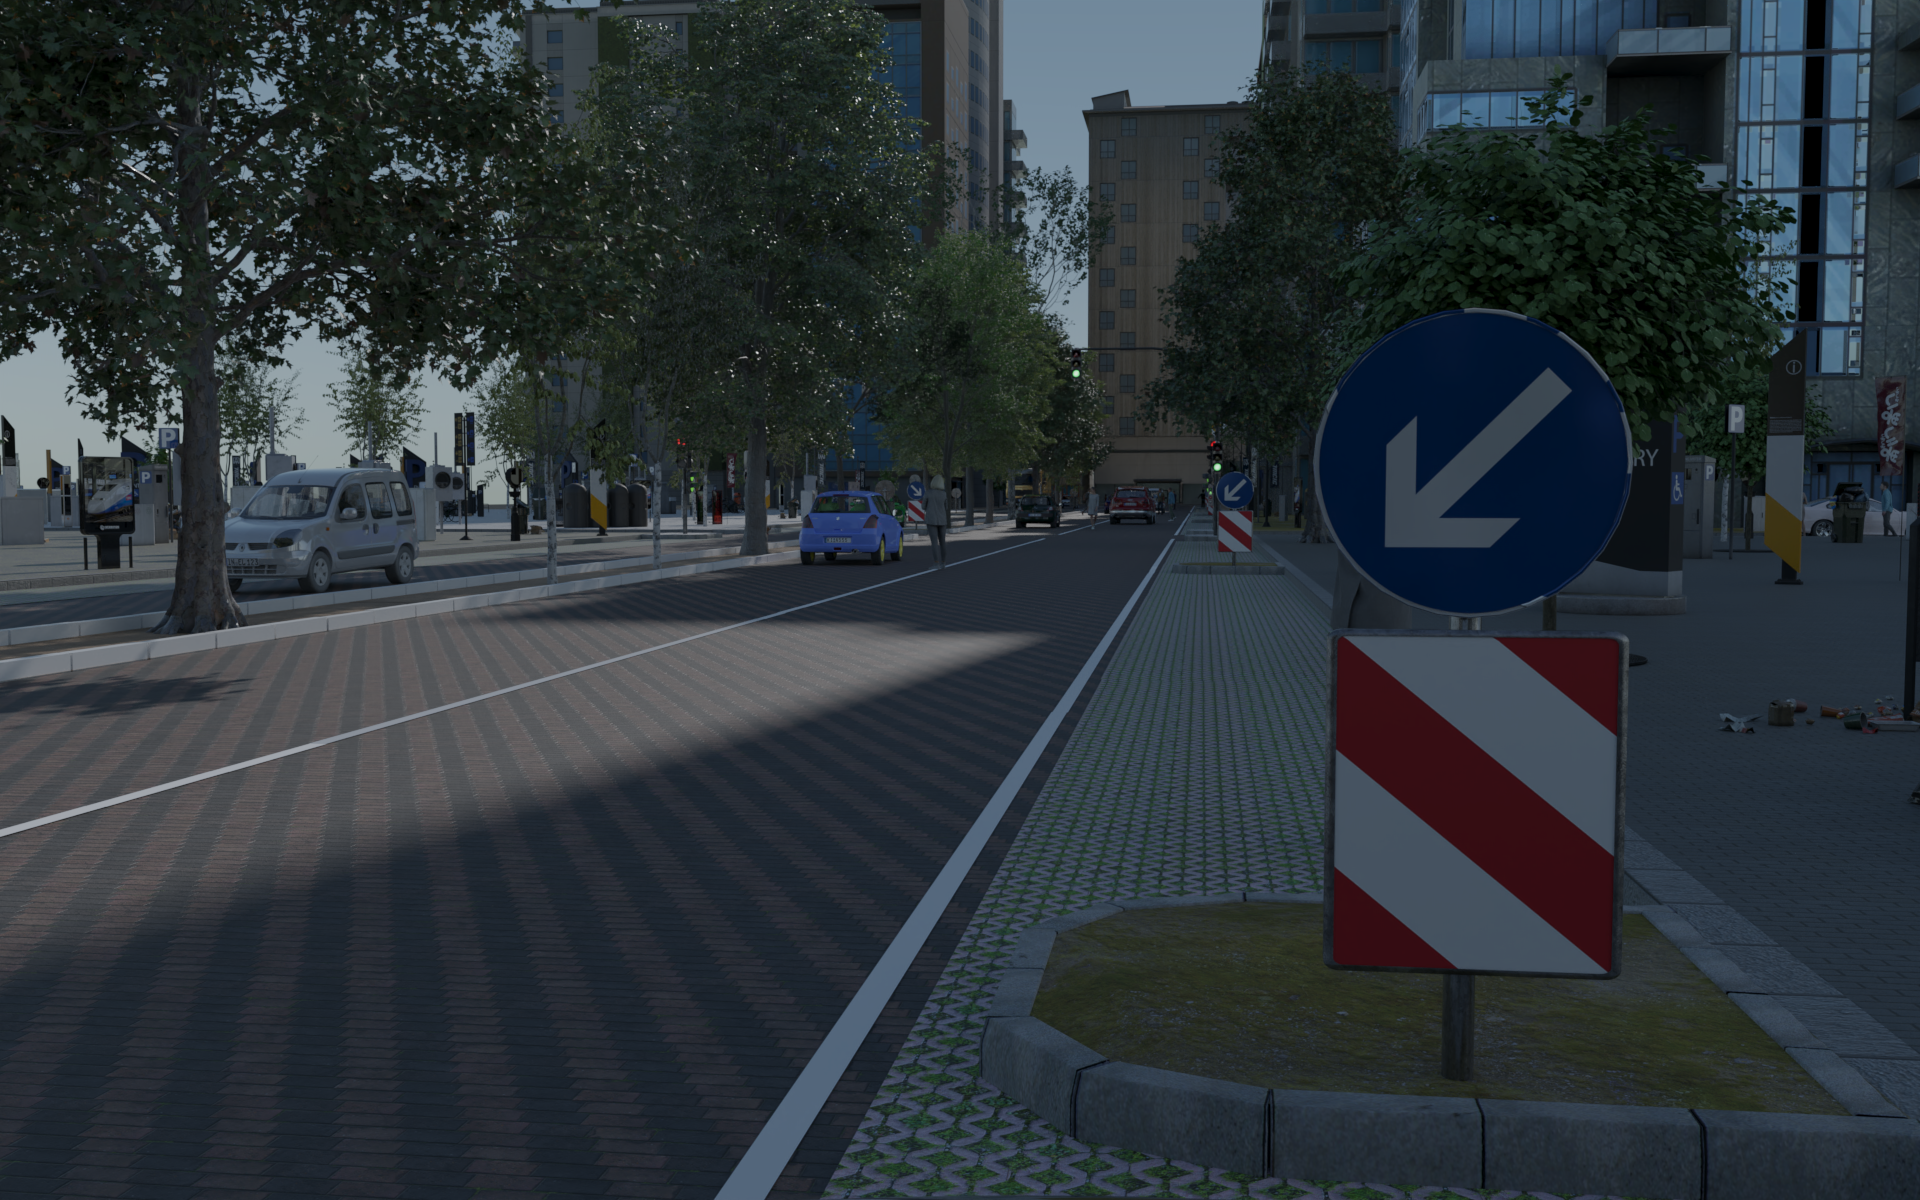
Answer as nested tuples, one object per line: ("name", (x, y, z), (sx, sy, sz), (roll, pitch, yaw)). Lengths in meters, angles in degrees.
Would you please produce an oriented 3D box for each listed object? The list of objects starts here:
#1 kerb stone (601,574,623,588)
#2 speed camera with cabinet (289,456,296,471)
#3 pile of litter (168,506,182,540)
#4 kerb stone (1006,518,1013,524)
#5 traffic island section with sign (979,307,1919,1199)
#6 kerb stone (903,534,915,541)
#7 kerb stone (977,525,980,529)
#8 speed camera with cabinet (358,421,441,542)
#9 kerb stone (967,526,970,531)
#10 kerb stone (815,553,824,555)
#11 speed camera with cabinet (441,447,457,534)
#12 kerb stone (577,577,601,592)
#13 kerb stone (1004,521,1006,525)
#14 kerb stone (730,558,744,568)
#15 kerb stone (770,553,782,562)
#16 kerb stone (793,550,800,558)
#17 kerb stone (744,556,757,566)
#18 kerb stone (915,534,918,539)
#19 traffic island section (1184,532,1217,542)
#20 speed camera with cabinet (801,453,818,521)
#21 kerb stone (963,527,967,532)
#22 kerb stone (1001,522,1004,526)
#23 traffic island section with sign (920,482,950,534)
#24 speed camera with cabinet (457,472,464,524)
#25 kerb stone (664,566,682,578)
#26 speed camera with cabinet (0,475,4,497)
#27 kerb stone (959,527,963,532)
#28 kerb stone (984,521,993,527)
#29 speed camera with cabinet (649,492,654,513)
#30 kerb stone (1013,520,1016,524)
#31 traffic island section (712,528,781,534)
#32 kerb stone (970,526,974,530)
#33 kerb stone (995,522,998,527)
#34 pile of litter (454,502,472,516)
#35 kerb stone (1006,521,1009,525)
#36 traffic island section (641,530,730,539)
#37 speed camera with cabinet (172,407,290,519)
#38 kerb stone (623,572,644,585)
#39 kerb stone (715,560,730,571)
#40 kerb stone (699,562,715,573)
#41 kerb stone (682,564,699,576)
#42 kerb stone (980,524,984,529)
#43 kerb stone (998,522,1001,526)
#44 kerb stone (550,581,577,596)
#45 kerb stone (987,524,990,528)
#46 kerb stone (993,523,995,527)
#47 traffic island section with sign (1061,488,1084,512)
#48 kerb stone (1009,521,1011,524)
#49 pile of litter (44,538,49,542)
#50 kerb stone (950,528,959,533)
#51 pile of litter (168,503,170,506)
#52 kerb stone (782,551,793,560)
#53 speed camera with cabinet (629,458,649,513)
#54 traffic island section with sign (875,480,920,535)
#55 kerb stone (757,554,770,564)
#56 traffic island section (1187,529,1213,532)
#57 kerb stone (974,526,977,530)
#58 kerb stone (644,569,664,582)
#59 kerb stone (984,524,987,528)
("kerb stone", (-5.454, -0.276, 26.707), (0.120, 0.150, 1.000), (0, 4, 8))
("speed camera with cabinet", (-15.307, -2.726, 38.904), (0.660, 3.252, 2.038), (-1, 4, -16))
("pile of litter", (-22.495, -2.151, 49.133), (1.719, 0.858, 1.176), (3, 5, 42))
("kerb stone", (2.302, -3.661, 82.058), (0.120, 0.150, 1.000), (0, 4, 8))
("traffic island section with sign", (1.094, 0.253, 4.493), (1.989, 1.847, 2.006), (0, 4, 8))
("kerb stone", (-1.620, -1.950, 54.099), (0.120, 0.150, 1.000), (0, 4, 8))
("kerb stone", (0.592, -2.916, 69.877), (0.120, 0.150, 1.000), (0, 4, 8))
("speed camera with cabinet", (-15.341, -3.234, 47.209), (2.038, 3.252, 0.660), (1, 4, 15))
("kerb stone", (0.160, -2.730, 66.828), (0.120, 0.150, 1.000), (0, 4, 8))
("kerb stone", (-3.321, -1.202, 41.920), (0.120, 0.150, 1.000), (0, 4, 8))
("speed camera with cabinet", (-17.157, -3.704, 54.903), (2.038, 3.252, 0.660), (-3, 5, -42))
("kerb stone", (-5.594, -0.214, 25.694), (0.120, 0.150, 1.000), (0, 4, 8))
("kerb stone", (1.865, -3.475, 79.017), (0.120, 0.150, 1.000), (0, 4, 8))
("kerb stone", (-4.454, -0.711, 33.819), (0.120, 0.150, 1.000), (0, 4, 8))
("kerb stone", (-4.025, -0.897, 36.858), (0.120, 0.150, 1.000), (0, 4, 8))
("kerb stone", (-3.750, -1.018, 38.883), (0.120, 0.150, 1.000), (0, 4, 8))
("kerb stone", (-4.312, -0.773, 34.831), (0.120, 0.150, 1.000), (0, 4, 8))
("kerb stone", (-1.469, -2.013, 55.110), (0.120, 0.150, 1.000), (0, 4, 8))
("traffic island section", (7.943, -1.911, 53.518), (2.009, 0.180, 2.903), (0, 4, 8))
("speed camera with cabinet", (-7.184, -5.401, 82.639), (0.660, 3.252, 2.038), (0, 4, 2))
("kerb stone", (0.032, -2.665, 65.811), (0.120, 0.150, 1.000), (0, 4, 8))
("kerb stone", (1.731, -3.413, 78.004), (0.120, 0.150, 1.000), (0, 4, 8))
("traffic island section with sign", (-1.470, -3.328, 62.551), (2.006, 1.907, 1.989), (0, 4, 8))
("speed camera with cabinet", (-21.864, -4.793, 72.695), (2.038, 3.252, 0.660), (-1, 4, -21))
("kerb stone", (-5.027, -0.462, 29.750), (0.120, 0.150, 1.000), (0, 4, 8))
("speed camera with cabinet", (-45.021, -5.409, 82.777), (0.660, 3.252, 2.038), (1, 4, 21))
("kerb stone", (-0.123, -2.605, 64.793), (0.120, 0.150, 1.000), (0, 4, 8))
("kerb stone", (1.161, -3.165, 73.948), (0.120, 0.150, 1.000), (0, 4, 8))
("speed camera with cabinet", (-20.929, -7.491, 116.818), (0.660, 3.252, 2.038), (2, 4, 27))
("kerb stone", (2.444, -3.723, 83.071), (0.120, 0.150, 1.000), (0, 4, 8))
("traffic island section", (-7.777, -2.538, 63.778), (2.009, 0.180, 2.903), (0, 4, 8))
("kerb stone", (0.308, -2.792, 67.853), (0.120, 0.150, 1.000), (0, 4, 8))
("kerb stone", (1.447, -3.288, 75.975), (0.120, 0.150, 1.000), (0, 4, 8))
("pile of litter", (-28.718, -5.252, 99.838), (1.176, 0.858, 1.719), (-1, 4, -20))
("kerb stone", (2.015, -3.537, 80.028), (0.120, 0.150, 1.000), (0, 4, 8))
("traffic island section", (-8.884, -2.054, 55.870), (2.009, 0.180, 2.903), (0, 4, 8))
("speed camera with cabinet", (-14.783, -2.491, 35.066), (2.038, 3.252, 0.660), (-1, 4, -14))
("kerb stone", (-5.311, -0.338, 27.719), (0.120, 0.150, 1.000), (0, 4, 8))
("kerb stone", (-4.591, -0.644, 32.807), (0.120, 0.150, 1.000), (0, 4, 8))
("kerb stone", (-4.738, -0.586, 31.778), (0.120, 0.150, 1.000), (0, 4, 8))
("kerb stone", (-4.884, -0.524, 30.767), (0.120, 0.150, 1.000), (0, 4, 8))
("kerb stone", (0.738, -2.970, 70.903), (0.120, 0.150, 1.000), (0, 4, 8))
("kerb stone", (1.592, -3.351, 76.991), (0.120, 0.150, 1.000), (0, 4, 8))
("kerb stone", (-5.732, -0.150, 24.680), (0.120, 0.150, 1.000), (0, 4, 8))
("kerb stone", (1.029, -3.103, 72.934), (0.120, 0.150, 1.000), (0, 4, 8))
("kerb stone", (1.304, -3.227, 74.963), (0.120, 0.150, 1.000), (0, 4, 8))
("traffic island section with sign", (8.939, -7.880, 136.968), (2.006, 1.907, 1.989), (0, 4, 8))
("kerb stone", (2.161, -3.595, 81.044), (0.120, 0.150, 1.000), (0, 4, 8))
("pile of litter", (-24.994, -1.960, 46.007), (1.719, 0.858, 1.176), (3, 4, 37))
("kerb stone", (-0.258, -2.543, 63.778), (0.120, 0.150, 1.000), (0, 4, 8))
("pile of litter", (-43.678, -4.968, 95.189), (1.719, 0.858, 1.176), (-1, 4, -15))
("kerb stone", (-3.887, -0.955, 37.871), (0.120, 0.150, 1.000), (0, 4, 8))
("speed camera with cabinet", (-18.275, -6.155, 94.973), (2.038, 3.252, 0.660), (-1, 4, -9))
("traffic island section with sign", (-2.507, -2.880, 55.217), (2.006, 1.907, 1.989), (0, 4, 8))
("kerb stone", (-4.170, -0.828, 35.844), (0.120, 0.150, 1.000), (0, 4, 8))
("traffic island section", (9.050, -2.394, 61.426), (2.009, 0.180, 2.903), (0, 4, 8))
("kerb stone", (0.453, -2.854, 68.864), (0.120, 0.150, 1.000), (0, 4, 8))
("kerb stone", (-5.171, -0.397, 28.732), (0.120, 0.150, 1.000), (0, 4, 8))
("kerb stone", (0.875, -3.035, 71.917), (0.120, 0.150, 1.000), (0, 4, 8))
